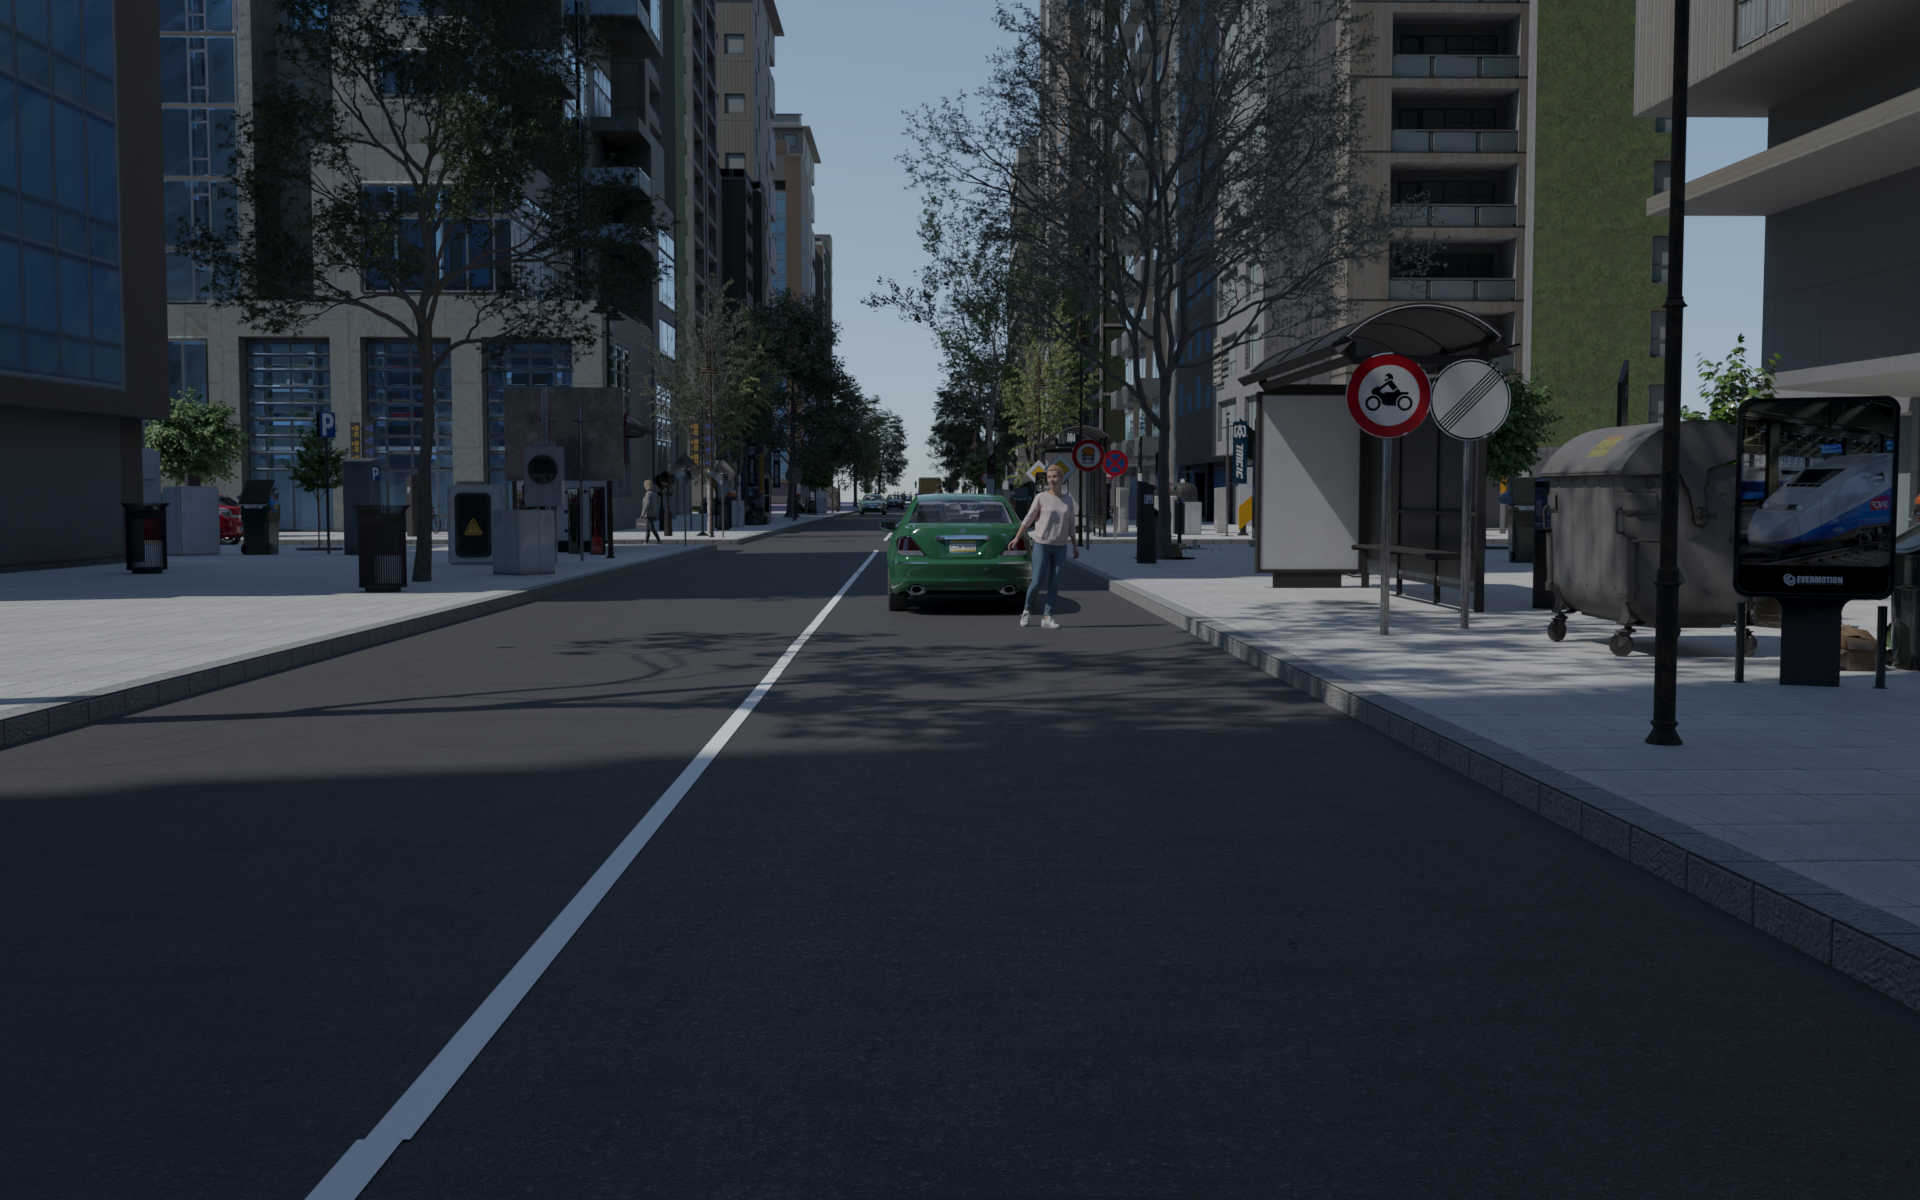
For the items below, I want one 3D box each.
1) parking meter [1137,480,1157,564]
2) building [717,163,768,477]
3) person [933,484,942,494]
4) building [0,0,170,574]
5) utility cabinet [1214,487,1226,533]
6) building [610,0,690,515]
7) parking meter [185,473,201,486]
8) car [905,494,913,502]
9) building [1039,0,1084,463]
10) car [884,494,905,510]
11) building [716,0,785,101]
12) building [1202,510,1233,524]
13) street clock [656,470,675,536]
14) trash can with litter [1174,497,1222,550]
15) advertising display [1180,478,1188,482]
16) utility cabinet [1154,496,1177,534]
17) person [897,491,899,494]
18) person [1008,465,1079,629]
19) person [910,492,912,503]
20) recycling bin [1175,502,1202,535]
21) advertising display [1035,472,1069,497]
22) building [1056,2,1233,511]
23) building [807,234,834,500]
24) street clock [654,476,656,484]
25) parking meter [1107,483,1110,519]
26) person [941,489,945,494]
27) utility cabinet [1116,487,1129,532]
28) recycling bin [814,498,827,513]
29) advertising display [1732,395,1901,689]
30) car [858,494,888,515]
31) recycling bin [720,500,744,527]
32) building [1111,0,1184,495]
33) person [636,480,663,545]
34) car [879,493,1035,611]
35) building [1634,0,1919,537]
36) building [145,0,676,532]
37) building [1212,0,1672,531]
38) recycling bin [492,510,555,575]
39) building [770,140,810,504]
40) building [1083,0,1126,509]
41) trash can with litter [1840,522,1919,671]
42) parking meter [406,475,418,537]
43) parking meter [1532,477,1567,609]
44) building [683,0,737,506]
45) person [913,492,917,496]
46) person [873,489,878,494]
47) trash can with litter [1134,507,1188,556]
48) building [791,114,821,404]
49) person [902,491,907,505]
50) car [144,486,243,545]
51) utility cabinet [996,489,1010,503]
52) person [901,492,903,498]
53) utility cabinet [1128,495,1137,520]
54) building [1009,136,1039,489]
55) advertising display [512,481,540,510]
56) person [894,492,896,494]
[{"bbox_3d":[3.455,-1.443,32.009,0.372,1.533,0.369,0,3,0],"label":"parking meter"},{"bbox_3d":[-24.681,-23.326,153.088,14.160,30.474,14.107,0,4,-1],"label":"building"},{"bbox_3d":[-0.845,-3.619,67.650,0.713,1.824,0.794,1,4,14],"label":"person"},{"bbox_3d":[-22.101,-22.927,24.970,14.200,45.320,14.600,0,4,-1],"label":"building"},{"bbox_3d":[8.597,-2.973,57.281,0.318,1.500,1.173,0,4,3],"label":"utility cabinet"},{"bbox_3d":[-24.111,-25.621,102.505,14.154,41.232,14.086,0,4,-1],"label":"building"},{"bbox_3d":[-21.833,-2.670,49.359,0.255,1.863,0.399,3,5,44],"label":"parking meter"},{"bbox_3d":[-8.714,-16.606,283.311,2.131,1.459,4.920,0,4,-2],"label":"car"},{"bbox_3d":[18.636,-38.972,179.192,21.231,58.520,28.212,0,4,-1],"label":"building"},{"bbox_3d":[-6.102,-9.251,161.040,2.009,1.686,4.222,0,4,1],"label":"car"},{"bbox_3d":[-32.689,-35.705,173.009,28.713,52.752,27.495,0,4,-1],"label":"building"},{"bbox_3d":[18.024,-26.293,79.997,14.600,45.320,14.200,0,4,-1],"label":"building"},{"bbox_3d":[-8.878,-2.941,52.654,0.471,2.002,0.358,3,5,43],"label":"street clock"},{"bbox_3d":[5.265,-1.826,40.917,1.678,1.210,2.233,0,4,3],"label":"trash can with litter"},{"bbox_3d":[8.965,-3.928,69.443,0.123,1.923,0.974,0,4,-3],"label":"advertising display"},{"bbox_3d":[6.500,-2.757,56.241,1.020,1.237,0.306,2,4,27],"label":"utility cabinet"},{"bbox_3d":[-7.563,-12.653,215.904,0.750,1.759,0.617,0,4,5],"label":"person"},{"bbox_3d":[0.844,-0.575,18.570,0.731,1.740,0.598,-2,4,-28],"label":"person"},{"bbox_3d":[-6.437,-13.533,230.587,0.721,1.723,1.217,0,4,-4],"label":"person"},{"bbox_3d":[7.190,-2.569,54.550,0.722,1.027,0.722,0,4,-3],"label":"recycling bin"},{"bbox_3d":[2.667,-2.763,50.386,0.974,1.923,0.123,0,4,-2],"label":"advertising display"},{"bbox_3d":[16.236,-31.073,158.159,14.600,45.320,14.200,0,4,-1],"label":"building"},{"bbox_3d":[-26.808,-35.552,264.875,14.154,41.232,14.086,0,4,-1],"label":"building"},{"bbox_3d":[-10.460,-3.435,60.733,0.471,2.002,0.358,-1,4,-19],"label":"street clock"},{"bbox_3d":[7.582,-5.149,89.895,0.399,1.863,0.255,-2,4,-35],"label":"parking meter"},{"bbox_3d":[-1.424,-7.828,136.505,1.348,1.821,0.705,0,4,-2],"label":"person"},{"bbox_3d":[5.477,-3.051,58.565,0.318,1.500,1.173,0,4,-3],"label":"utility cabinet"},{"bbox_3d":[-9.356,-6.341,116.221,0.722,1.027,0.722,-1,4,-16],"label":"recycling bin"},{"bbox_3d":[5.693,-0.388,11.554,0.974,1.923,0.123,2,4,25],"label":"advertising display"},{"bbox_3d":[-6.084,-6.702,121.378,2.131,1.459,4.920,0,4,-1],"label":"car"},{"bbox_3d":[-8.964,-3.395,68.062,0.722,1.027,0.722,2,4,35],"label":"recycling bin"},{"bbox_3d":[21.641,-30.008,110.236,23.786,49.044,30.456,0,4,-1],"label":"building"},{"bbox_3d":[-8.141,-2.246,45.403,0.728,1.800,0.709,1,4,10],"label":"person"},{"bbox_3d":[-0.012,-0.666,22.687,2.131,1.459,4.920,0,4,-1],"label":"car"},{"bbox_3d":[26.835,-26.356,20.160,28.713,52.752,27.495,0,4,-1],"label":"building"},{"bbox_3d":[-23.401,-46.359,70.645,22.319,86.520,31.000,0,4,-1],"label":"building"},{"bbox_3d":[17.616,-23.334,65.100,14.086,41.232,14.154,0,4,-1],"label":"building"},{"bbox_3d":[-6.986,-0.928,27.735,0.722,1.027,0.722,3,4,36],"label":"recycling bin"},{"bbox_3d":[-26.806,-35.050,223.182,14.600,45.320,14.200,0,4,-1],"label":"building"},{"bbox_3d":[18.936,-42.885,139.425,20.563,71.187,20.611,0,4,-1],"label":"building"},{"bbox_3d":[6.838,-0.073,12.588,1.055,1.170,0.624,0,4,-3],"label":"trash can with litter"},{"bbox_3d":[-16.457,-2.836,52.085,0.255,1.863,0.399,-3,5,-45],"label":"parking meter"},{"bbox_3d":[6.631,-0.674,19.429,0.372,1.533,0.369,0,3,0],"label":"parking meter"},{"bbox_3d":[-27.438,-42.560,134.102,20.563,71.187,20.611,0,4,-1],"label":"building"},{"bbox_3d":[-7.005,-16.268,275.205,1.217,1.736,0.721,-1,4,-20],"label":"person"},{"bbox_3d":[-6.668,-7.876,137.415,1.348,1.807,0.705,-1,4,-20],"label":"person"},{"bbox_3d":[4.108,-1.472,35.449,1.055,1.170,0.624,0,4,-1],"label":"trash can with litter"},{"bbox_3d":[-34.448,-40.023,243.609,28.713,52.752,27.495,0,4,-1],"label":"building"},{"bbox_3d":[-7.206,-13.286,225.597,0.709,1.838,0.599,-3,5,-45],"label":"person"},{"bbox_3d":[-21.286,-2.269,46.131,4.494,1.783,2.155,0,4,-1],"label":"car"},{"bbox_3d":[1.882,-4.077,75.345,0.318,1.500,1.173,-1,4,-14],"label":"utility cabinet"},{"bbox_3d":[-9.150,-16.123,272.919,0.445,1.727,0.742,-1,4,-13],"label":"person"},{"bbox_3d":[8.443,-4.582,86.075,1.020,1.237,0.306,1,4,23],"label":"utility cabinet"},{"bbox_3d":[17.766,-37.094,230.191,21.300,48.544,21.600,0,4,-1],"label":"building"},{"bbox_3d":[-10.470,-2.241,41.858,0.123,1.923,0.974,1,4,23],"label":"advertising display"},{"bbox_3d":[-9.958,-15.752,266.048,0.705,1.824,1.348,2,4,28],"label":"person"}]
